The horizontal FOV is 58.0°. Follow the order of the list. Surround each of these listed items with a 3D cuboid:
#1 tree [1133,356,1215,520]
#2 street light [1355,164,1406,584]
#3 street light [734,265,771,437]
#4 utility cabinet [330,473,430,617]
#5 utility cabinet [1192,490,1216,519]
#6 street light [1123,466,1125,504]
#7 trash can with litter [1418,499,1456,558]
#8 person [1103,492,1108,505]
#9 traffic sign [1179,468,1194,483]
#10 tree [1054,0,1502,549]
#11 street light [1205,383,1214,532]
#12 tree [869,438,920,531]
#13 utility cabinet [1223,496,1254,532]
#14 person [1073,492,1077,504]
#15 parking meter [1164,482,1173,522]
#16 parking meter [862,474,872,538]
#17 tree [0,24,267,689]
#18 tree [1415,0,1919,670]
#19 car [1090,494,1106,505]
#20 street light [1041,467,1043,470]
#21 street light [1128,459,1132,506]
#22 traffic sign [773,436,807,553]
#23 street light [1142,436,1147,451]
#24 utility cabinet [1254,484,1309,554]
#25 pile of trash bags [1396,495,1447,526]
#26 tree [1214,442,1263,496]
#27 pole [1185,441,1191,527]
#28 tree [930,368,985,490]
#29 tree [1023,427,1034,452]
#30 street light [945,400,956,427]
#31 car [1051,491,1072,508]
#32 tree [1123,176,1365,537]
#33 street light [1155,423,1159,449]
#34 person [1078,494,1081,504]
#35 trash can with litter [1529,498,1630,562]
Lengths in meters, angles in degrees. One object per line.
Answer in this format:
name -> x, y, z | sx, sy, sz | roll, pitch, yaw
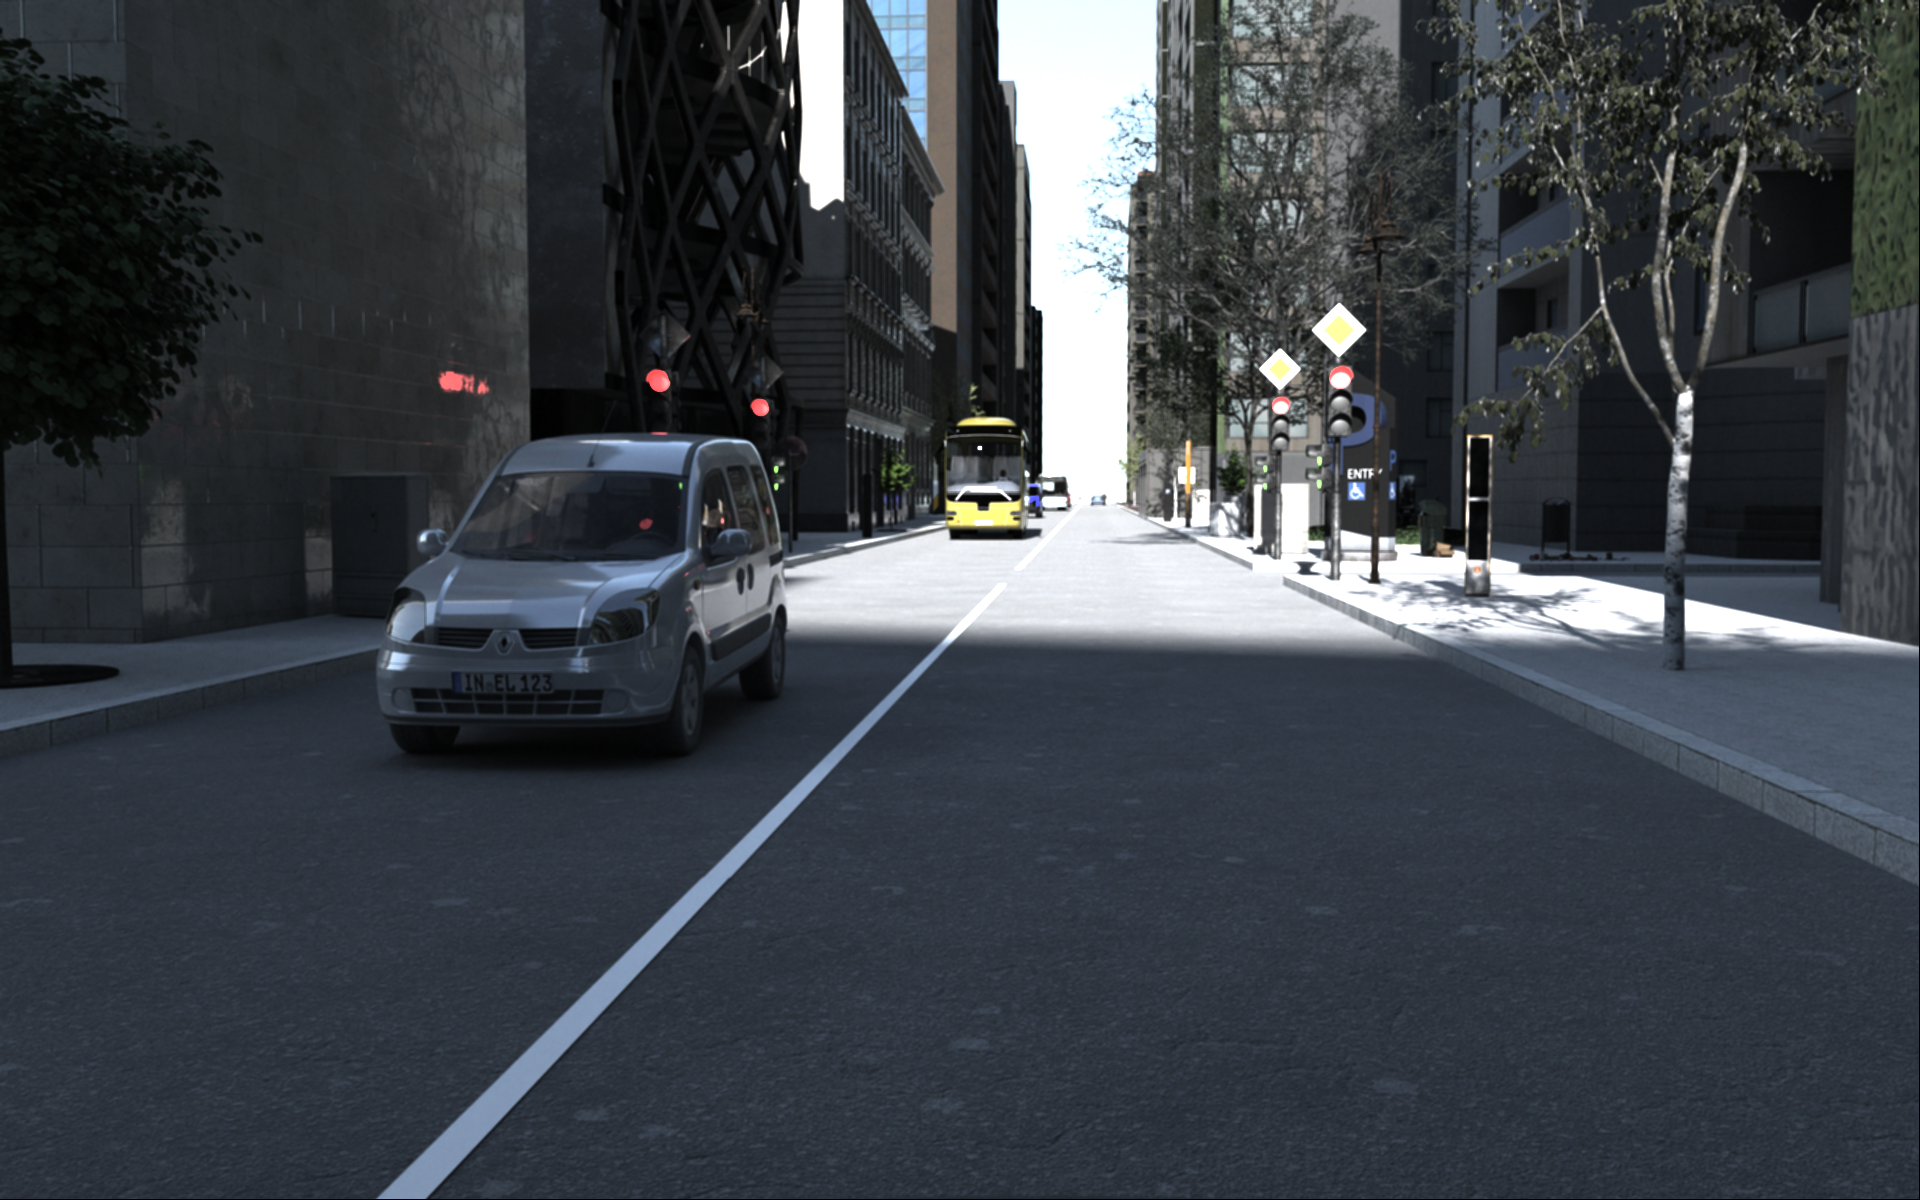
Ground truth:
tree -> 10.684, -8.274, 85.641 | 4.360, 8.622, 3.978 | 0, 3, 0
street light -> 5.955, -3.175, 24.699 | 0.468, 5.910, 1.993 | 0, 4, 4
street light -> -4.188, -3.814, 35.143 | 0.468, 5.910, 1.993 | 0, 4, 4
utility cabinet -> -6.032, -0.569, 17.983 | 1.173, 1.500, 0.318 | 2, 4, 32
utility cabinet -> 12.255, -4.790, 86.998 | 1.173, 1.500, 0.318 | 0, 4, -3
street light -> 20.517, -14.929, 216.883 | 0.468, 5.910, 1.993 | 0, 4, 4
trash can with litter -> 9.753, -1.457, 35.203 | 0.624, 1.170, 1.055 | -1, 4, -12
person -> 18.790, -13.199, 224.851 | 0.434, 1.755, 0.990 | -3, 5, -43
traffic sign -> 8.772, -3.970, 67.035 | 0.606, 2.300, 0.079 | 1, 4, 8
tree -> 7.316, -7.924, 39.921 | 12.009, 13.543, 11.850 | 0, 3, 0
street light -> 8.422, -5.211, 57.993 | 0.468, 5.910, 1.993 | 0, 4, 4
tree -> -2.363, -3.979, 59.651 | 1.663, 3.219, 1.824 | 0, 3, 0
utility cabinet -> 9.550, -2.945, 59.319 | 1.020, 1.237, 0.306 | 2, 4, 26
person -> 17.358, -15.425, 261.366 | 0.621, 1.740, 0.551 | 3, 4, 38
parking meter -> 9.612, -4.543, 79.994 | 0.399, 1.863, 0.255 | 0, 4, 8
parking meter -> -2.746, -2.775, 51.087 | 0.255, 1.863, 0.399 | -1, 4, -11
tree -> -6.555, -1.725, 11.918 | 4.285, 4.588, 4.351 | 0, 3, 0
tree -> 5.278, -3.810, 12.648 | 4.360, 8.622, 3.978 | 0, 3, 0
car -> 17.532, -12.732, 220.168 | 2.014, 1.417, 4.499 | 0, 4, 6
street light -> 11.561, -16.590, 244.039 | 0.468, 5.910, 1.993 | 0, 4, 4
street light -> 18.070, -12.942, 184.394 | 0.468, 5.910, 1.993 | 0, 4, 4
traffic sign -> -3.721, -2.313, 37.930 | 0.768, 2.556, 0.104 | 1, 4, 10
street light -> 14.315, -9.880, 134.324 | 0.468, 5.910, 1.993 | 0, 4, 4
utility cabinet -> 6.858, -1.732, 37.004 | 1.173, 1.500, 0.318 | 3, 5, 42
pile of trash bags -> 16.739, -3.169, 61.561 | 1.912, 1.369, 3.447 | -3, 5, -40
tree -> 10.144, -4.263, 64.298 | 1.663, 3.219, 1.824 | 0, 3, 0
pole -> 8.765, -4.442, 66.467 | 0.158, 3.312, 0.155 | 0, 3, 0
tree -> -0.649, -9.153, 100.021 | 4.737, 8.622, 4.395 | 0, 3, 0
tree -> 5.956, -14.424, 186.198 | 4.737, 8.622, 4.395 | 0, 3, 0
street light -> -0.460, -6.889, 85.424 | 0.468, 5.910, 1.993 | 0, 4, 4
car -> 10.605, -10.586, 181.759 | 2.281, 1.827, 5.304 | 0, 4, 5
tree -> 8.356, -7.154, 51.381 | 7.601, 10.594, 8.767 | -1, 4, -14
street light -> 12.295, -8.278, 108.127 | 0.468, 5.910, 1.993 | 0, 4, 4
person -> 17.123, -14.401, 247.214 | 0.557, 1.426, 1.065 | -1, 4, -17
trash can with litter -> 11.998, -1.380, 33.623 | 2.233, 1.210, 1.678 | 0, 4, -1
